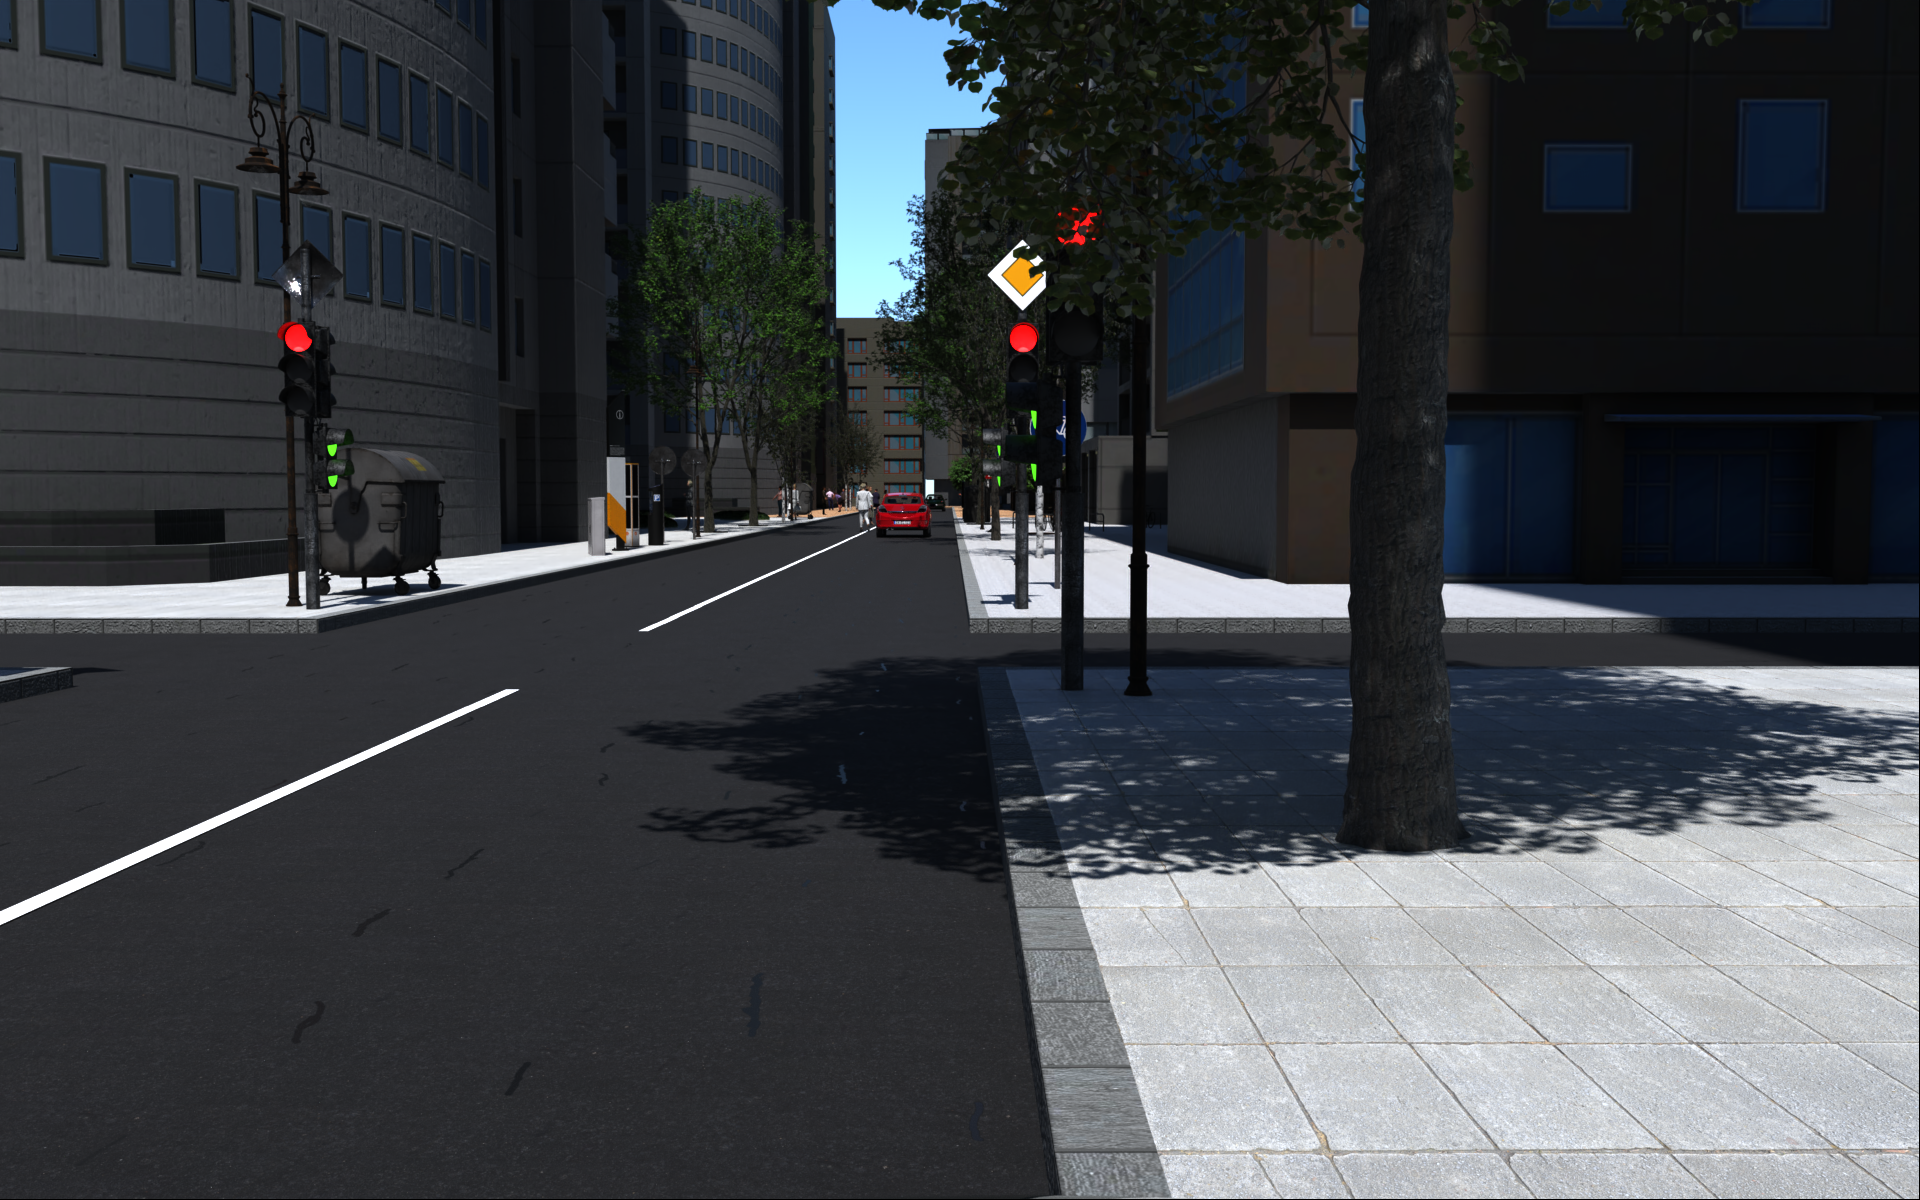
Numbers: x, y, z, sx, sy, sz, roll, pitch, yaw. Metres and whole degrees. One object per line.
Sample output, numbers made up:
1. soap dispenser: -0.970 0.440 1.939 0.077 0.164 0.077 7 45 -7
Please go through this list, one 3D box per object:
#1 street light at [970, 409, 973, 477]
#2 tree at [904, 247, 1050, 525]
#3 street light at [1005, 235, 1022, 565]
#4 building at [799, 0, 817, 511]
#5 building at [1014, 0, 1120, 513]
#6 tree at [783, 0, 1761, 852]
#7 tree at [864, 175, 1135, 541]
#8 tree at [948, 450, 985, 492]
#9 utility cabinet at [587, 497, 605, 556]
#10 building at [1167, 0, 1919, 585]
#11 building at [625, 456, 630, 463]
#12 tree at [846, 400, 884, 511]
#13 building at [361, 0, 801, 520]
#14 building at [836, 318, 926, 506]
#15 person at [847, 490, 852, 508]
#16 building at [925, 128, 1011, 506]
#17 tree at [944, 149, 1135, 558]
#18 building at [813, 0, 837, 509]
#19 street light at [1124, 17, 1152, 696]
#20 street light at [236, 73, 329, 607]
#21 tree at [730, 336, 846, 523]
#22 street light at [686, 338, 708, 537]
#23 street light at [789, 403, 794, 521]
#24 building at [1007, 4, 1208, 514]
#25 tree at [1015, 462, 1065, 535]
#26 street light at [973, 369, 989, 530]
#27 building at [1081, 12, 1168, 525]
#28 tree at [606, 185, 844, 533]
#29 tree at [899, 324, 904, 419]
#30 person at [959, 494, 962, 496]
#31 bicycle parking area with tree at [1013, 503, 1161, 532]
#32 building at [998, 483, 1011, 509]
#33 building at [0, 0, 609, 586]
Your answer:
1. street light: 0.681 -7.416 94.037 0.468 5.910 1.993 0 4 0
2. tree: 1.005 -8.958 72.211 9.928 11.665 9.643 0 3 0
3. street light: 1.064 -3.571 31.173 0.468 5.910 1.993 0 4 0
4. building: -18.434 -27.301 129.965 14.154 41.232 14.086 0 4 0
5. building: 17.435 -32.141 114.747 28.713 52.752 27.495 0 4 0
6. tree: 1.757 -5.352 5.628 7.486 12.596 7.792 0 3 0
7. tree: 1.124 -6.942 47.916 8.767 10.594 7.601 1 4 18
8. tree: 0.735 -8.982 130.565 4.285 4.588 4.351 0 3 0
9. utility cabinet: -7.667 -1.549 36.487 0.306 1.237 1.020 -1 4 -16
10. building: 11.322 -23.224 29.830 14.200 45.320 14.600 0 4 0
11. building: -29.497 -29.412 70.130 28.713 52.752 27.495 0 4 0
12. tree: -8.383 -11.048 130.992 4.360 8.622 3.978 0 3 0
13. building: -21.723 -34.603 107.765 21.231 58.520 28.212 0 4 0
14. building: -18.512 -21.382 194.639 28.899 21.520 27.650 0 4 0
15. person: -10.542 -9.655 164.345 0.568 1.767 0.683 2 4 24
16. building: 3.173 -30.832 187.692 14.086 41.232 14.154 0 4 0
17. tree: 1.590 -5.152 34.590 4.360 8.622 3.978 0 3 0
18. building: -22.421 -32.603 156.761 21.600 48.544 21.300 0 4 0
19. street light: 1.138 -2.331 10.894 0.468 5.910 1.993 0 4 0
20. street light: -7.620 -2.866 19.644 0.468 5.910 1.993 0 4 0
21. tree: -8.142 -7.786 77.662 4.360 8.622 3.978 0 3 0
22. street light: -7.802 -4.810 51.430 0.468 5.910 1.993 0 4 0
23. street light: -8.052 -6.725 82.744 0.468 5.910 1.993 0 4 0
24. building: 10.789 -29.707 135.820 14.600 45.320 14.200 0 4 0
25. tree: 2.465 -3.708 55.224 1.663 3.219 1.824 0 3 0
26. street light: 0.805 -5.486 62.487 0.468 5.910 1.993 0 4 0
27. building: 15.962 -38.947 75.038 20.563 71.187 20.611 0 4 0
28. tree: -8.232 -8.049 57.362 9.928 11.665 9.643 0 3 0
29. tree: -8.321 -8.732 68.529 9.928 11.665 9.643 0 3 0
30. person: 0.202 -7.790 133.945 0.750 1.759 0.617 1 4 11
31. bicycle parking area with tree: 5.987 -4.600 62.214 8.231 4.147 9.016 0 4 2
32. building: 19.492 -28.343 155.285 32.217 40.220 23.993 0 4 0
33. building: -20.560 -30.105 34.218 21.231 58.520 28.212 0 4 0
